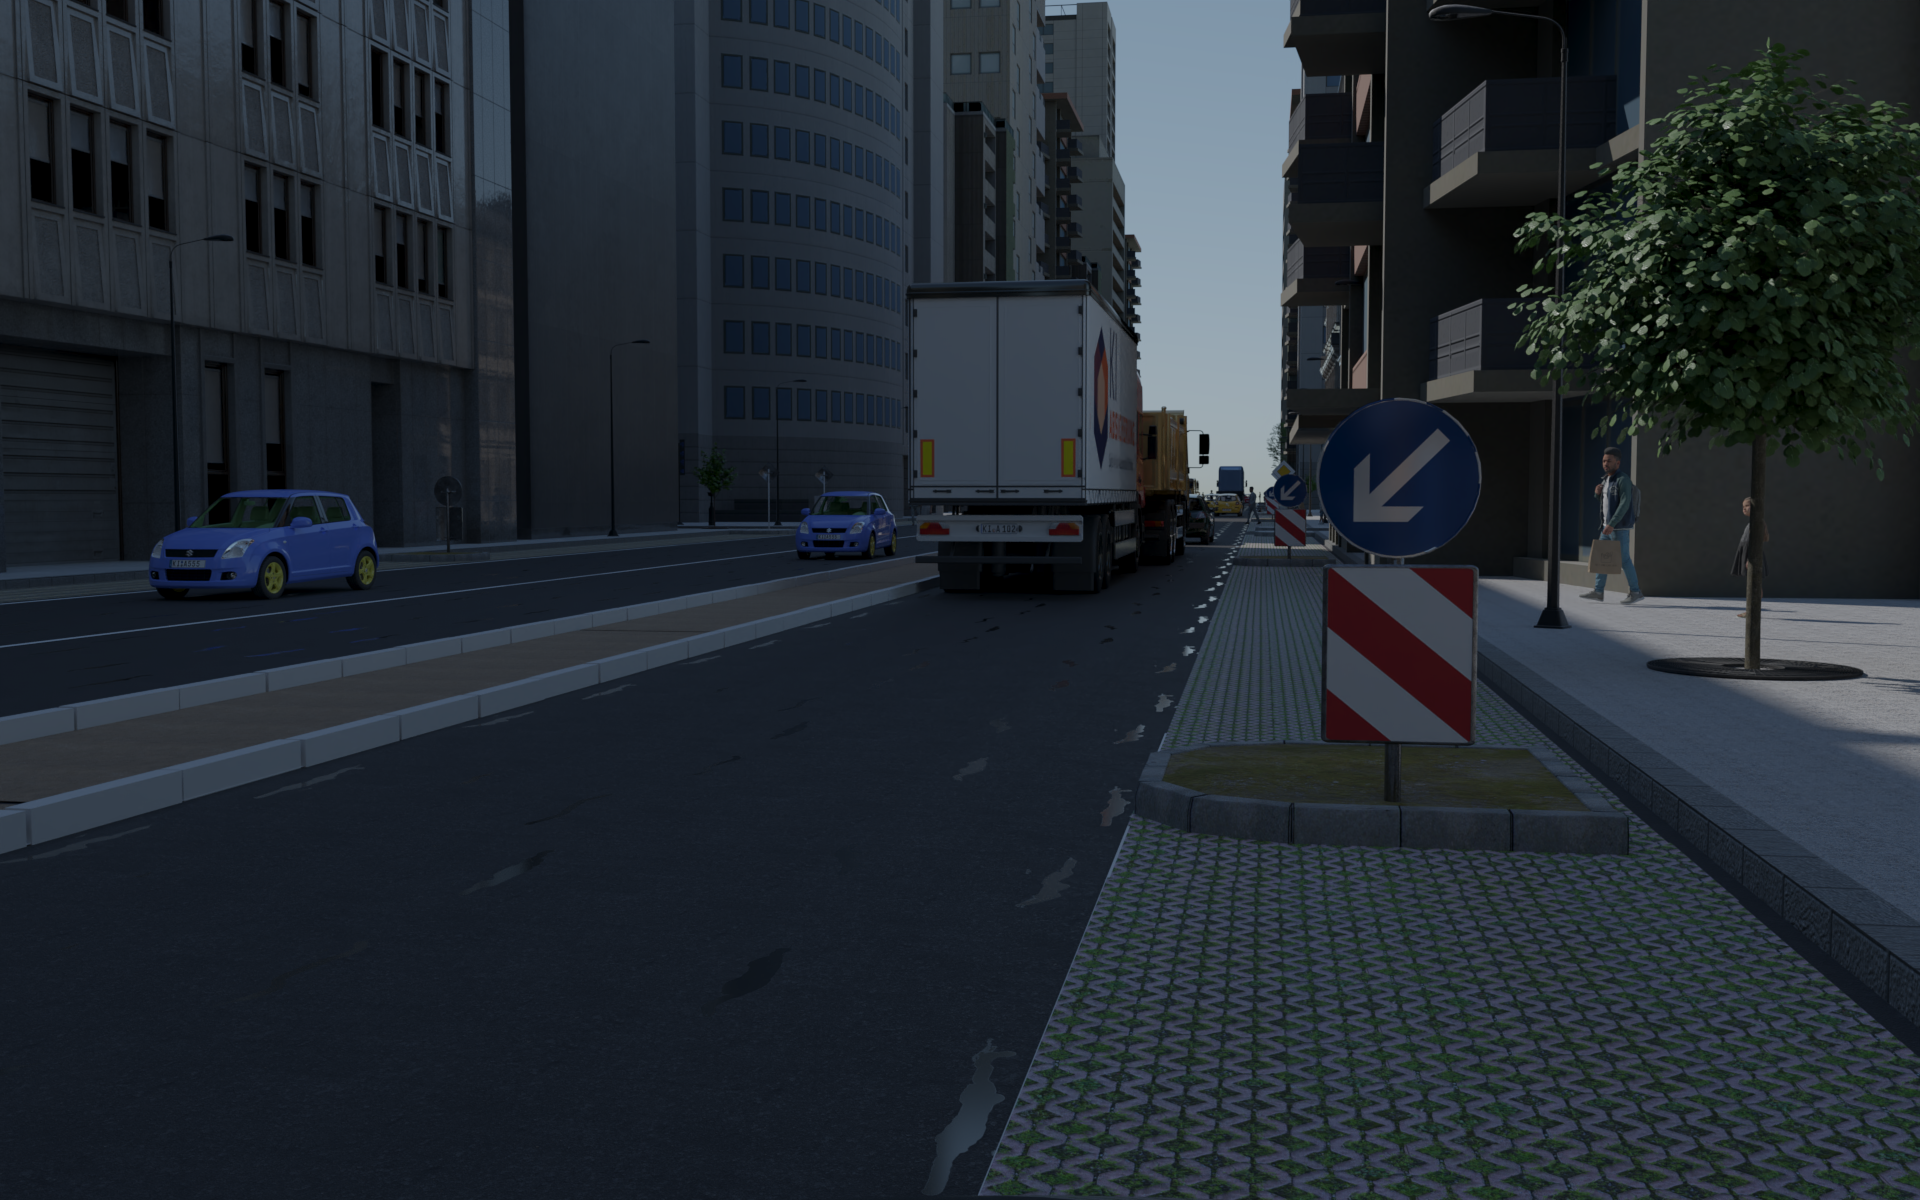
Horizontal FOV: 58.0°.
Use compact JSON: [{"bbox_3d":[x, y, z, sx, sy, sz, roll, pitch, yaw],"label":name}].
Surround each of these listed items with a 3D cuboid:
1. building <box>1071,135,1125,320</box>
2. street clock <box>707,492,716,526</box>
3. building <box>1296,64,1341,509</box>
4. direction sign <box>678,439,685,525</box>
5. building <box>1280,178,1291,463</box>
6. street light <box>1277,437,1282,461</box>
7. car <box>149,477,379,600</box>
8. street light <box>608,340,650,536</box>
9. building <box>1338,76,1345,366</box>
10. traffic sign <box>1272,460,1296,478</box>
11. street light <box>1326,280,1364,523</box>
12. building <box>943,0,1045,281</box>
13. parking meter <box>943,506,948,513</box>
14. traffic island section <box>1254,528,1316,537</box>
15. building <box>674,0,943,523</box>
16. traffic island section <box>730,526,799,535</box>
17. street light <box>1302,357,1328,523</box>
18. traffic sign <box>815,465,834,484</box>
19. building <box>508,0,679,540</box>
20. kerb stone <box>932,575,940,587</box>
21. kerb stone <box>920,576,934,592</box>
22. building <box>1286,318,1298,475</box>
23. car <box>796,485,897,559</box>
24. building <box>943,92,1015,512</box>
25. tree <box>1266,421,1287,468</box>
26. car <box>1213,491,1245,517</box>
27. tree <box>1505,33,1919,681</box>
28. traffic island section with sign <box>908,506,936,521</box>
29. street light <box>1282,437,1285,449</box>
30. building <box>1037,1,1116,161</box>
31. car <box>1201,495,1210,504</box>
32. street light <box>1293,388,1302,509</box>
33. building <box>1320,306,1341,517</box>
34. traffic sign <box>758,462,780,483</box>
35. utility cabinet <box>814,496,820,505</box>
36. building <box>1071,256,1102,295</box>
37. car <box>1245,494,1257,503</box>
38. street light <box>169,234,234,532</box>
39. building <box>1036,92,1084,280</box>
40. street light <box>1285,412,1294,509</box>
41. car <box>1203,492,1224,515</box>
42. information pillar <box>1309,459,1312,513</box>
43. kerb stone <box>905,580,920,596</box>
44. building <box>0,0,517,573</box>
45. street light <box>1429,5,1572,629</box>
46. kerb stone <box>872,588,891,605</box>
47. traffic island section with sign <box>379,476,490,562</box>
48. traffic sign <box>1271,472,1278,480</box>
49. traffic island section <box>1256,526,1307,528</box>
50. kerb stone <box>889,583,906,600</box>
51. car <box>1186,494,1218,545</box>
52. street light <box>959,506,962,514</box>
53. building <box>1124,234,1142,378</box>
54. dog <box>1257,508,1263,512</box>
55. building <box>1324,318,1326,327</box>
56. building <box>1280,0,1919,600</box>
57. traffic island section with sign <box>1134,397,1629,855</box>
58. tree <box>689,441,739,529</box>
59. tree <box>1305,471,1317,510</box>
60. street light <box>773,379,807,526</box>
[{"bbox_3d":[11.142,-37.600,238.465,21.300,48.544,21.600,1,4,10],"label":"building"},{"bbox_3d":[-10.062,-4.009,70.112,0.358,2.002,0.471,2,4,28],"label":"street clock"},{"bbox_3d":[41.139,-37.507,155.232,21.231,58.520,28.212,1,4,10],"label":"building"},{"bbox_3d":[-11.676,-4.893,72.002,0.379,3.537,0.876,-3,5,-40],"label":"direction sign"},{"bbox_3d":[56.208,-37.927,243.815,21.300,48.544,21.600,1,4,10],"label":"building"},{"bbox_3d":[26.740,-10.283,140.663,1.470,5.913,1.316,1,4,10],"label":"street light"},{"bbox_3d":[-9.923,-0.929,24.776,1.945,1.707,3.694,1,4,11],"label":"car"},{"bbox_3d":[-9.992,-4.876,52.264,1.470,5.913,1.316,1,4,10],"label":"street light"},{"bbox_3d":[33.133,-15.321,69.583,34.723,24.649,14.460,1,4,10],"label":"building"},{"bbox_3d":[11.051,-3.477,59.038,0.795,2.593,0.064,1,4,10],"label":"traffic sign"},{"bbox_3d":[8.819,-3.980,37.607,1.470,5.913,1.316,1,4,10],"label":"street light"},{"bbox_3d":[-6.816,-34.906,159.953,28.713,52.752,27.495,1,4,10],"label":"building"},{"bbox_3d":[-0.984,-6.957,119.461,0.255,1.863,0.399,2,4,29],"label":"parking meter"},{"bbox_3d":[11.075,-2.253,59.116,2.009,0.180,2.903,1,4,10],"label":"traffic island section"},{"bbox_3d":[-13.730,-33.545,90.452,21.231,58.520,28.212,1,4,10],"label":"building"},{"bbox_3d":[-6.895,-2.444,62.242,2.009,0.180,2.903,1,4,10],"label":"traffic island section"},{"bbox_3d":[12.442,-5.273,58.753,1.470,5.913,1.316,1,4,10],"label":"street light"},{"bbox_3d":[-5.499,-4.150,70.038,0.795,2.593,0.064,1,4,10],"label":"traffic sign"},{"bbox_3d":[-22.522,-16.096,56.681,24.014,27.812,14.314,1,4,10],"label":"building"},{"bbox_3d":[-0.414,-0.280,26.780,0.120,0.150,1.000,1,4,10],"label":"kerb stone"},{"bbox_3d":[-0.584,-0.214,25.772,0.120,0.150,1.000,1,4,10],"label":"kerb stone"},{"bbox_3d":[46.216,-26.614,206.841,14.160,30.474,14.107,1,4,10],"label":"building"},{"bbox_3d":[-2.550,-1.811,39.202,1.945,1.707,3.694,1,4,9],"label":"car"},{"bbox_3d":[-3.820,-21.834,128.685,14.160,30.474,14.107,1,4,10],"label":"building"},{"bbox_3d":[43.798,-18.455,227.494,9.928,11.665,9.643,0,3,0],"label":"tree"},{"bbox_3d":[17.238,-6.174,111.174,2.015,1.641,3.980,1,4,12],"label":"car"},{"bbox_3d":[5.808,-1.753,12.381,4.285,4.588,4.351,0,3,0],"label":"tree"},{"bbox_3d":[-1.624,-5.127,92.461,1.989,1.847,2.006,1,4,10],"label":"traffic island section with sign"},{"bbox_3d":[23.098,-8.979,119.342,1.470,5.913,1.316,1,4,10],"label":"street light"},{"bbox_3d":[14.748,-50.191,258.874,20.563,71.187,20.611,1,4,10],"label":"building"},{"bbox_3d":[11.757,-4.679,88.509,2.014,1.417,4.499,1,4,9],"label":"car"},{"bbox_3d":[15.492,-6.326,75.968,1.470,5.913,1.316,1,4,10],"label":"street light"},{"bbox_3d":[23.993,-13.768,89.731,10.561,19.102,19.286,1,4,10],"label":"building"},{"bbox_3d":[-6.871,-3.669,62.171,0.795,2.593,0.064,1,4,10],"label":"traffic sign"},{"bbox_3d":[-6.086,-3.942,75.613,0.306,1.237,1.020,1,4,12],"label":"utility cabinet"},{"bbox_3d":[9.388,-26.729,208.719,14.160,30.474,14.107,1,4,10],"label":"building"},{"bbox_3d":[38.348,-13.509,229.913,2.155,1.783,4.494,1,4,11],"label":"car"},{"bbox_3d":[-13.667,-3.588,31.206,1.470,5.913,1.316,1,4,10],"label":"street light"},{"bbox_3d":[1.543,-32.598,187.600,22.147,44.769,28.867,1,4,10],"label":"building"},{"bbox_3d":[19.344,-7.692,98.297,1.470,5.913,1.316,1,4,10],"label":"street light"},{"bbox_3d":[17.729,-6.784,121.143,2.015,1.641,3.980,1,4,11],"label":"car"},{"bbox_3d":[23.568,-7.654,116.503,0.183,3.616,0.504,0,4,5],"label":"information pillar"},{"bbox_3d":[-0.758,-0.157,24.764,0.120,0.150,1.000,1,4,10],"label":"kerb stone"},{"bbox_3d":[-19.597,-13.413,37.322,12.078,24.808,19.932,1,4,10],"label":"building"},{"bbox_3d":[5.157,-2.691,16.546,1.470,5.913,1.316,1,4,10],"label":"street light"},{"bbox_3d":[-1.108,-0.033,22.735,0.120,0.150,1.000,1,4,10],"label":"kerb stone"},{"bbox_3d":[-11.252,-1.751,37.263,1.989,1.847,2.006,1,4,10],"label":"traffic island section with sign"},{"bbox_3d":[12.422,-3.958,66.905,0.795,2.593,0.064,1,4,10],"label":"traffic sign"},{"bbox_3d":[12.446,-2.734,66.983,2.009,0.180,2.903,1,4,10],"label":"traffic island section"},{"bbox_3d":[-0.930,-0.091,23.757,0.120,0.150,1.000,1,4,10],"label":"kerb stone"},{"bbox_3d":[6.507,-2.497,50.610,2.009,1.686,4.222,1,4,11],"label":"car"},{"bbox_3d":[0.536,-8.593,113.036,1.470,5.913,1.316,1,4,10],"label":"street light"},{"bbox_3d":[18.135,-38.512,284.291,22.147,44.769,28.867,1,4,10],"label":"building"},{"bbox_3d":[23.645,-7.092,136.149,0.550,0.427,0.748,1,4,10],"label":"dog"},{"bbox_3d":[29.766,-16.406,119.148,10.553,20.767,40.483,1,4,10],"label":"building"},{"bbox_3d":[17.517,-23.110,32.481,22.147,44.769,28.867,1,4,10],"label":"building"},{"bbox_3d":[1.830,0.043,7.920,1.989,1.847,2.006,1,4,10],"label":"traffic island section with sign"},{"bbox_3d":[-8.898,-4.224,63.670,1.663,3.219,1.824,0,3,0],"label":"tree"},{"bbox_3d":[28.785,-9.081,143.081,1.663,3.219,1.824,0,3,0],"label":"tree"},{"bbox_3d":[-6.871,-5.970,70.153,1.470,5.913,1.316,1,4,10],"label":"street light"}]
